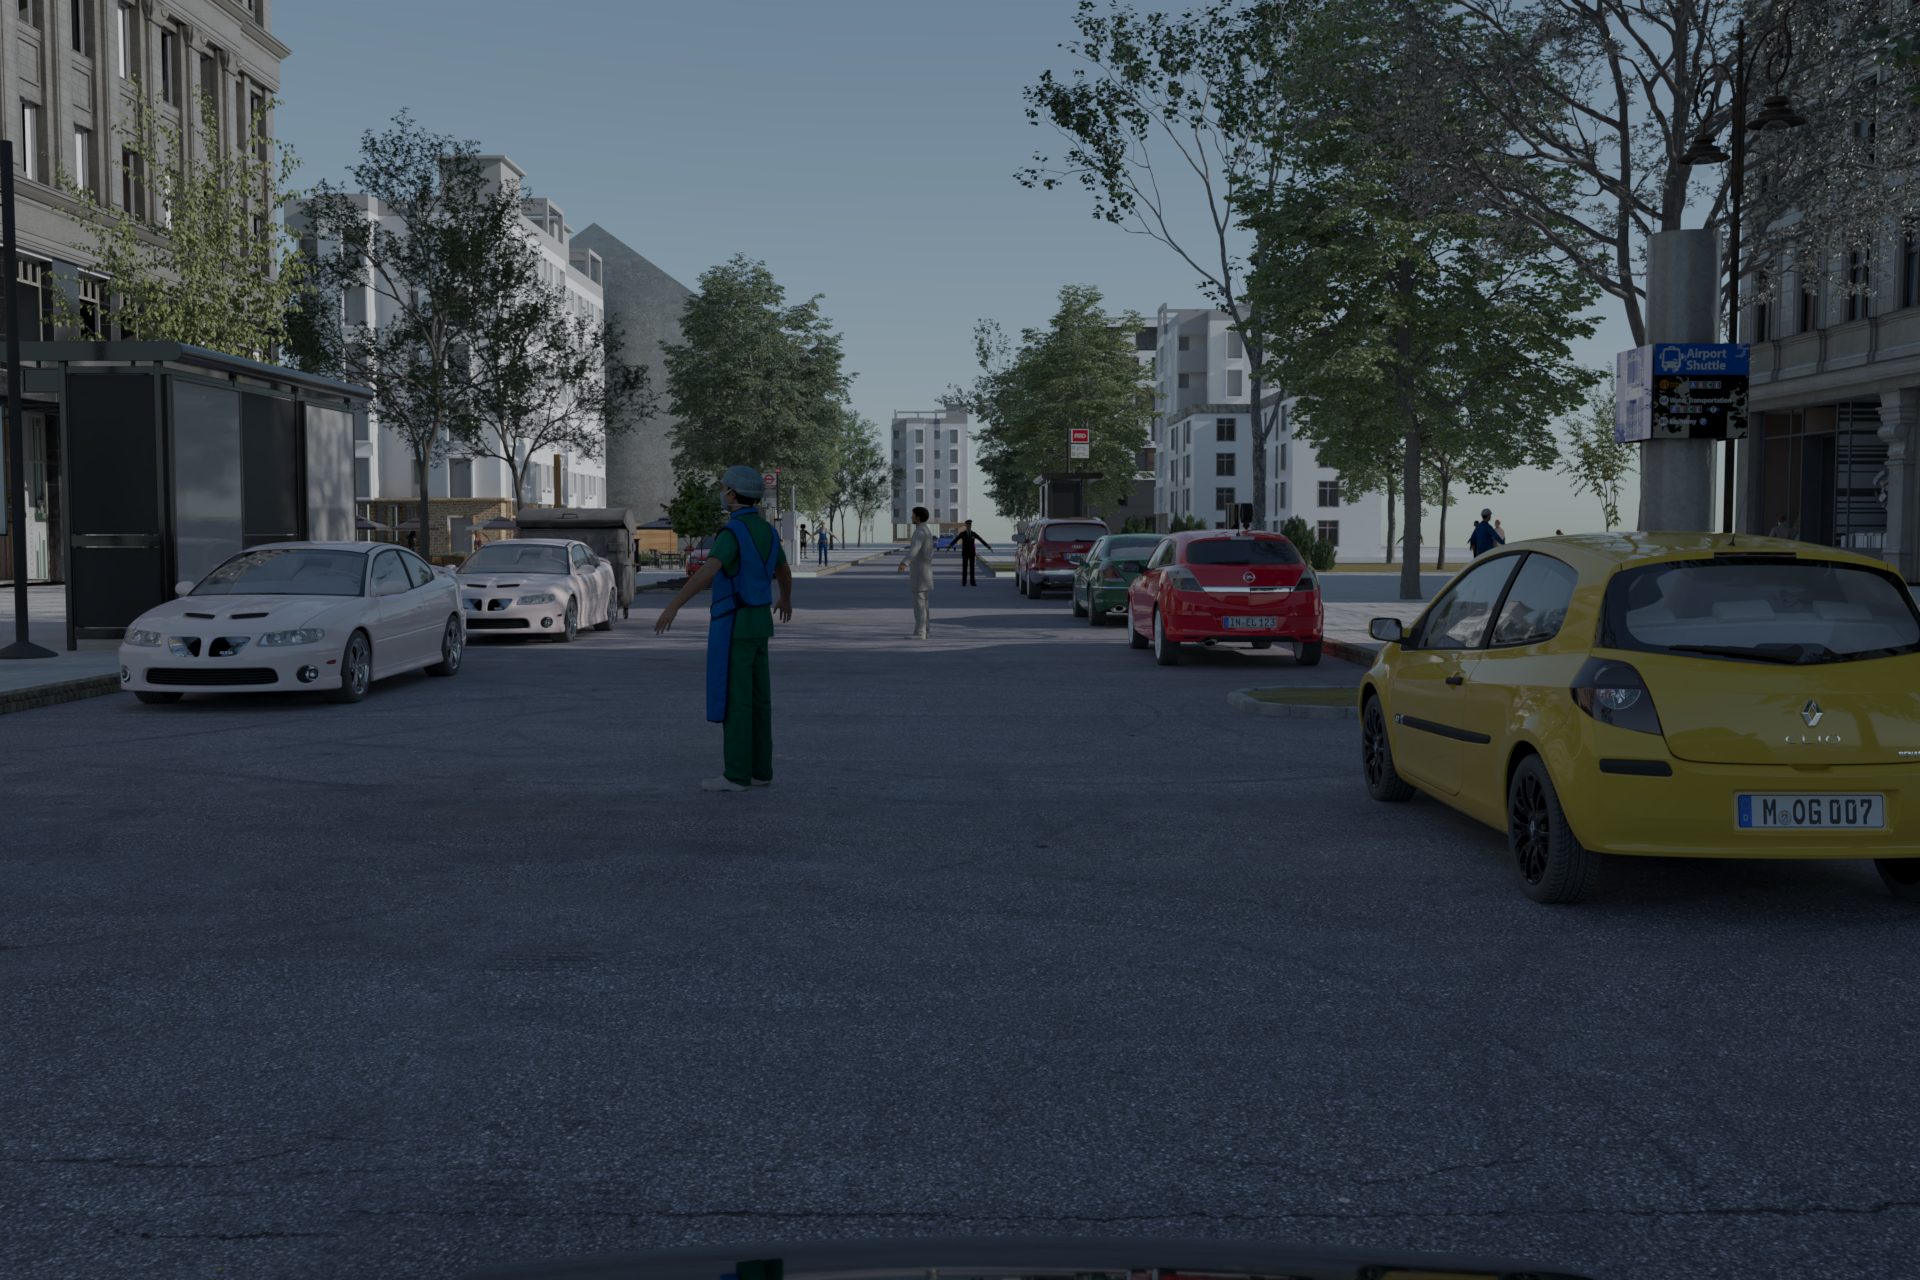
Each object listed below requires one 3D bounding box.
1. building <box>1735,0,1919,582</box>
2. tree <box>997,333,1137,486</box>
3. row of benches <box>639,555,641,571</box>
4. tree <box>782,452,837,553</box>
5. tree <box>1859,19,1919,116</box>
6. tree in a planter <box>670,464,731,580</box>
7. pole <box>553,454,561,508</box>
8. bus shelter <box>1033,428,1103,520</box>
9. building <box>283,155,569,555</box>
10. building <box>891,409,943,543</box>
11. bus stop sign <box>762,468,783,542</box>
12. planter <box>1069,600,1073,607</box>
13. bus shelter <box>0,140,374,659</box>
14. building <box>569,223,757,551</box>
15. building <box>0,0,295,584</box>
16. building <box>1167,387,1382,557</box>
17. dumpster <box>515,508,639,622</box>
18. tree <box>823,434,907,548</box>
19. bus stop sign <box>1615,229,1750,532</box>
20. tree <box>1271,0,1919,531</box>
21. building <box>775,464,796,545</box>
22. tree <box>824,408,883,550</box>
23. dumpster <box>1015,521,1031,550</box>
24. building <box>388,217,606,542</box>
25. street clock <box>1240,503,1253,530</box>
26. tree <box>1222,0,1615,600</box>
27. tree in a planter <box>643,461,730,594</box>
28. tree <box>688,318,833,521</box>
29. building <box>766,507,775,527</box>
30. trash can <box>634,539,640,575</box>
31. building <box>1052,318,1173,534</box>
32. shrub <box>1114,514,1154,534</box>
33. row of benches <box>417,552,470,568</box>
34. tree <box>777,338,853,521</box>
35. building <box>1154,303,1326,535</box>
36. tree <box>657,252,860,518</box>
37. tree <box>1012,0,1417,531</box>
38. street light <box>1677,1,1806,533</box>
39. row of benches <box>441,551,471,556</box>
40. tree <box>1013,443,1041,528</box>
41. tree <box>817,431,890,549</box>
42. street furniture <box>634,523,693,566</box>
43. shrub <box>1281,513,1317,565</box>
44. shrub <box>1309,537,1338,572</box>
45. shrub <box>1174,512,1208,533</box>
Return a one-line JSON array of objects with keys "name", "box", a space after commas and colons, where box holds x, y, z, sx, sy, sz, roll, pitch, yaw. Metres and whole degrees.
[{"name": "building", "box": [27.253, -12.198, 49.400, 10.553, 20.879, 40.483, 0, 4, 0]}, {"name": "tree", "box": [5.495, -9.959, 88.577, 9.928, 11.665, 9.643, 0, 3, 0]}, {"name": "row of benches", "box": [-12.882, -2.667, 59.073, 4.104, 0.672, 1.422, -3, 4, -37]}, {"name": "tree", "box": [-10.094, -10.189, 116.950, 4.737, 8.622, 4.395, 0, 3, 0]}, {"name": "tree", "box": [8.946, -6.231, 8.527, 9.857, 13.997, 8.962, 0, 3, 0]}, {"name": "tree in a planter", "box": [-6.637, -2.887, 44.432, 1.991, 3.239, 1.994, 0, 3, 0]}, {"name": "pole", "box": [-10.263, -3.081, 44.212, 0.158, 3.312, 0.155, 0, 3, 0]}, {"name": "bus shelter", "box": [3.843, -5.239, 63.286, 2.179, 5.291, 8.768, 0, 4, 0]}, {"name": "building", "box": [-27.655, -14.158, 87.903, 16.016, 20.090, 11.380, 0, 4, -1]}, {"name": "building", "box": [-9.630, -24.127, 253.358, 11.380, 20.090, 16.016, -1, 4, -9]}, {"name": "bus stop sign", "box": [-7.518, -4.942, 69.510, 0.855, 3.939, 0.416, 0, 4, 1]}, {"name": "planter", "box": [3.188, -0.823, 34.601, 1.991, 0.319, 1.994, 0, 4, -1]}, {"name": "bus shelter", "box": [-9.472, -2.611, 20.318, 2.179, 5.291, 8.768, 0, 4, 1]}, {"name": "building", "box": [-25.934, -18.400, 131.776, 19.493, 23.208, 18.063, 0, 4, -1]}, {"name": "building", "box": [-28.364, -16.246, 45.218, 16.754, 29.471, 25.880, 0, 4, -1]}, {"name": "building", "box": [19.505, -10.377, 111.811, 9.099, 9.664, 28.070, 0, 4, 0]}, {"name": "dumpster", "box": [-6.325, -1.247, 28.603, 1.865, 1.857, 1.264, 0, 3, 0]}, {"name": "tree", "box": [-9.349, -13.893, 161.555, 8.767, 10.594, 7.601, -2, 4, -27]}, {"name": "bus stop sign", "box": [6.363, -1.609, 15.326, 0.837, 3.901, 0.837, 0, 4, 0]}, {"name": "tree", "box": [8.968, -6.834, 22.103, 12.009, 13.543, 11.850, 0, 3, 0]}, {"name": "building", "box": [-26.052, -21.617, 209.855, 16.016, 20.090, 11.380, 0, 4, 0]}, {"name": "tree", "box": [-10.212, -13.061, 139.296, 9.928, 11.665, 9.643, 0, 3, 0]}, {"name": "dumpster", "box": [2.774, -2.988, 57.072, 1.865, 1.857, 1.264, 0, 4, -2]}, {"name": "building", "box": [-29.044, -15.194, 104.840, 16.016, 20.090, 11.380, 0, 4, 0]}, {"name": "street clock", "box": [6.669, -2.190, 40.371, 0.358, 2.002, 0.471, 0, 4, -1]}, {"name": "tree", "box": [8.550, -7.090, 34.055, 7.486, 12.596, 7.792, 0, 3, 0]}, {"name": "tree in a planter", "box": [-6.568, -2.748, 42.156, 1.991, 3.239, 1.994, 0, 4, 0]}, {"name": "tree", "box": [-10.550, -10.448, 88.958, 7.486, 12.596, 7.792, 0, 3, 0]}, {"name": "building", "box": [-30.161, -21.797, 187.315, 19.493, 23.208, 18.063, 0, 4, -1]}, {"name": "trash can", "box": [-10.474, -2.642, 54.854, 0.748, 1.137, 0.748, 0, 3, 0]}, {"name": "building", "box": [23.317, -20.542, 179.837, 27.936, 21.610, 32.646, 0, 3, 0]}, {"name": "shrub", "box": [6.566, -3.772, 65.714, 1.661, 2.075, 1.752, 0, 3, 0]}, {"name": "row of benches", "box": [-17.864, -2.598, 57.948, 4.104, 0.672, 1.422, 2, 4, 29]}, {"name": "tree", "box": [-9.886, -11.107, 99.719, 7.486, 12.596, 7.792, 0, 3, 0]}, {"name": "building", "box": [21.225, -17.499, 142.520, 16.016, 20.090, 11.380, 0, 4, -1]}, {"name": "tree", "box": [-9.127, -10.504, 78.399, 9.857, 13.997, 8.962, 0, 3, 0]}, {"name": "tree", "box": [7.633, -11.773, 48.381, 12.611, 20.169, 13.585, 0, 3, 0]}, {"name": "street light", "box": [7.021, -2.627, 15.738, 0.468, 5.910, 1.993, 0, 4, -1]}, {"name": "row of benches", "box": [-16.659, -2.818, 61.531, 4.104, 0.672, 1.422, 2, 4, 27]}, {"name": "tree", "box": [5.291, -10.898, 128.546, 4.737, 8.622, 4.395, 0, 3, 0]}, {"name": "tree", "box": [-10.100, -13.271, 151.385, 8.767, 10.594, 7.601, 0, 4, 6]}, {"name": "street furniture", "box": [-14.568, -3.980, 71.931, 11.010, 1.723, 9.812, 1, 4, 14]}, {"name": "shrub", "box": [12.127, -3.563, 62.678, 1.690, 2.028, 1.600, 0, 3, 0]}, {"name": "shrub", "box": [12.408, -2.937, 59.130, 1.383, 1.207, 1.383, 0, 3, 0]}, {"name": "shrub", "box": [7.946, -3.362, 59.395, 1.690, 2.028, 1.600, 0, 3, 0]}]
